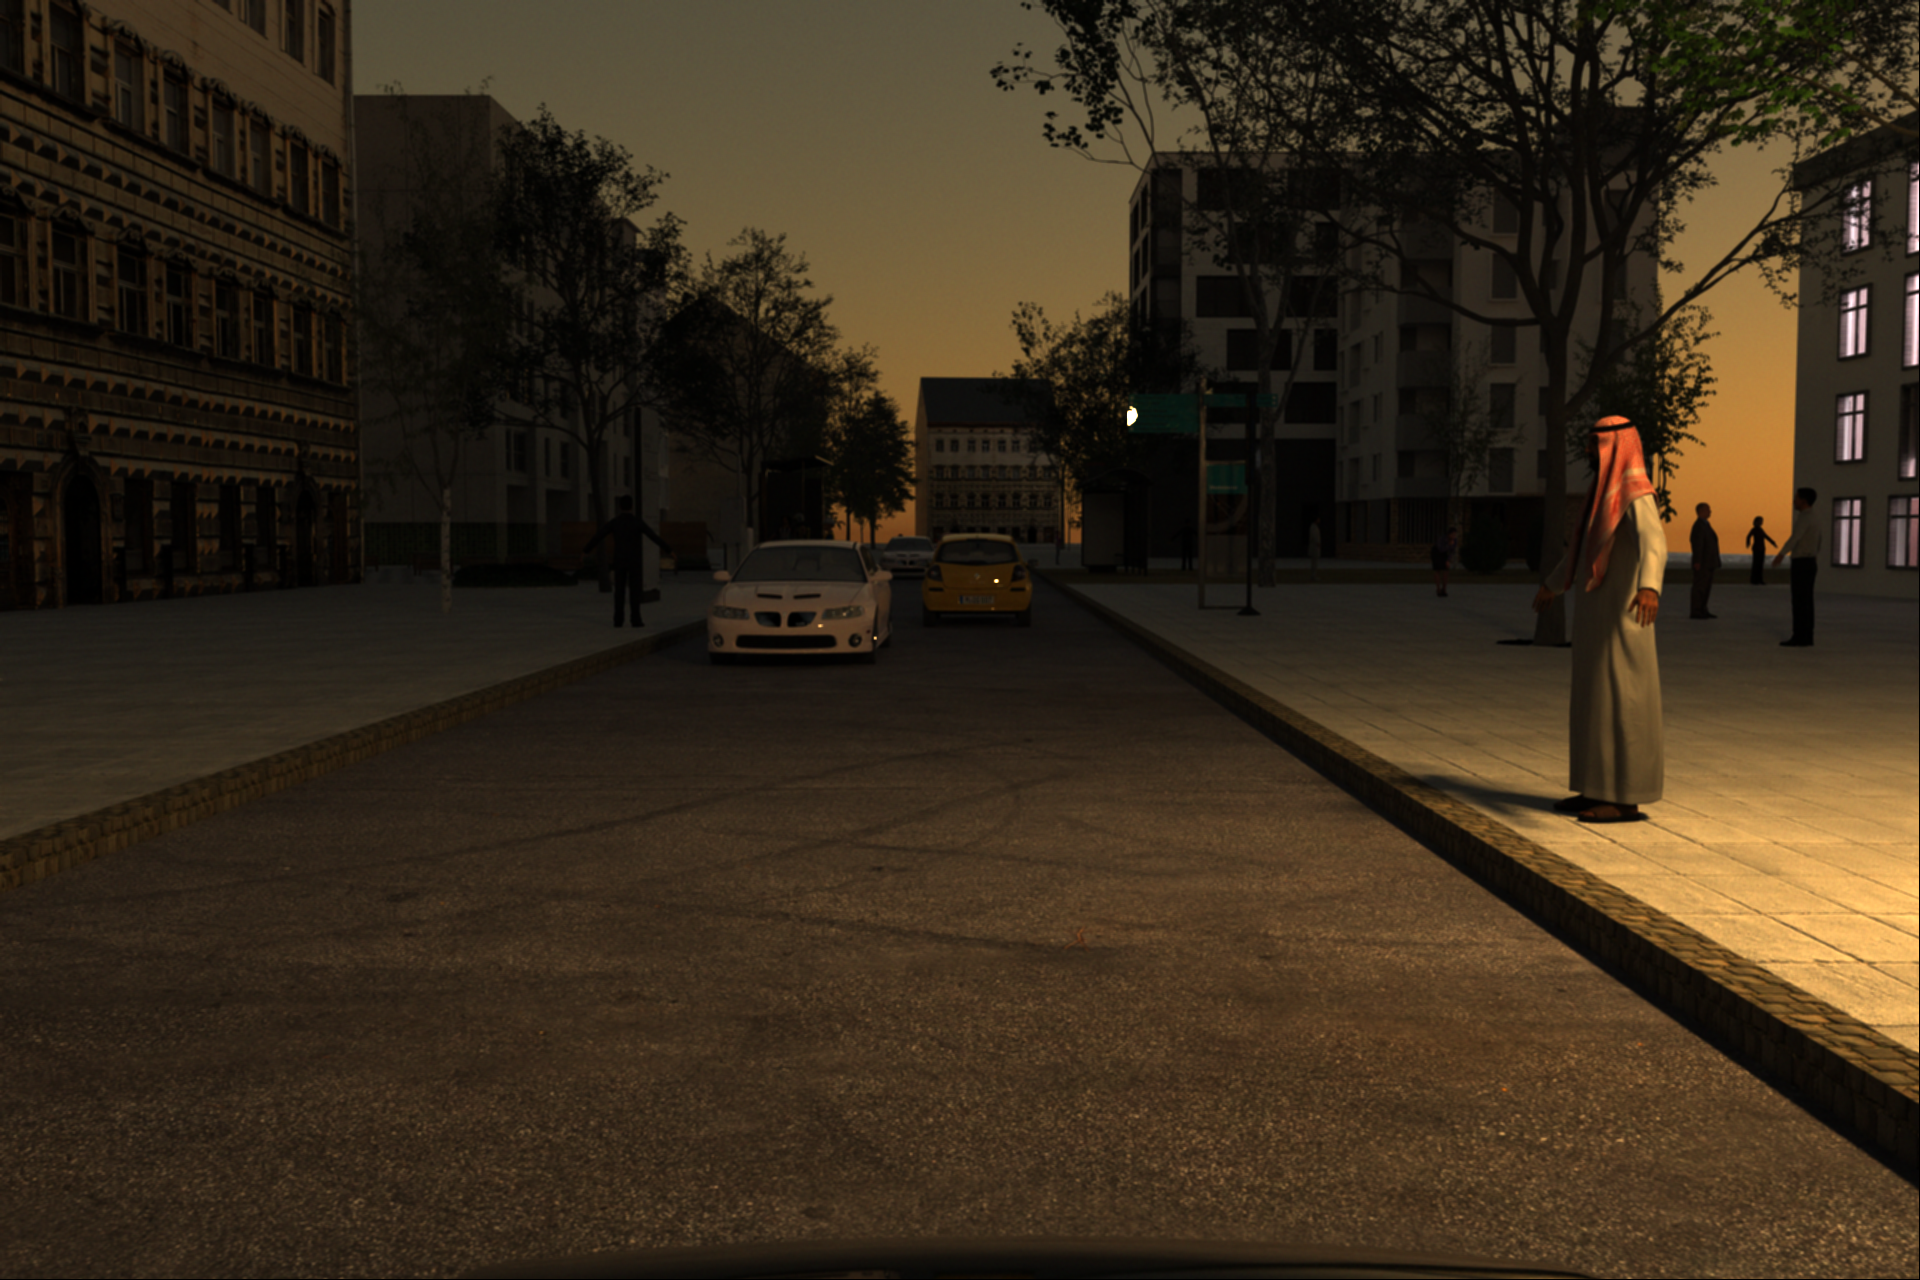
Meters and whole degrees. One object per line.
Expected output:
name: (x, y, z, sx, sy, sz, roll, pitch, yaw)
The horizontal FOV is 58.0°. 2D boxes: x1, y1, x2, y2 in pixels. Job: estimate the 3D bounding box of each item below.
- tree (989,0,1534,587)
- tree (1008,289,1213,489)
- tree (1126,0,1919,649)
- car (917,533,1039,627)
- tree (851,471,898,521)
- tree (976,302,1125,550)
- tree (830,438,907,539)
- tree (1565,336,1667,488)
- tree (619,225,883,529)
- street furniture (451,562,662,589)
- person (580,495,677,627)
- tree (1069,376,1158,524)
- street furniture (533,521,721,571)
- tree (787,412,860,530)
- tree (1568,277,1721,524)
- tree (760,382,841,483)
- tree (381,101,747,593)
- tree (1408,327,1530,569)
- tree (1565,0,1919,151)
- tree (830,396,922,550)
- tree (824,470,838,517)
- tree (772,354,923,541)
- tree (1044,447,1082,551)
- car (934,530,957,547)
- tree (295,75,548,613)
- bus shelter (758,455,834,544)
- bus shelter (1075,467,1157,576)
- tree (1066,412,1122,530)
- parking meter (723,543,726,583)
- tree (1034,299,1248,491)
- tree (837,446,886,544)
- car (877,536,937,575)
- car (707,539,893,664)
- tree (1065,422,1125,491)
tree: (7.030, -11.255, 39.911, 12.611, 20.169, 13.585, 0, 3, 0)
tree: (7.483, -10.748, 86.107, 12.009, 13.543, 11.850, 0, 3, 0)
tree: (6.930, -6.682, 19.619, 12.009, 13.543, 11.850, 0, 3, 0)
car: (0.287, -1.097, 28.163, 2.015, 1.641, 3.980, 0, 4, 1)
tree: (-11.683, -18.723, 240.528, 7.601, 10.594, 8.767, 0, 4, -1)
tree: (7.017, -17.571, 143.173, 12.611, 20.169, 13.585, 0, 3, 0)
tree: (-7.987, -13.263, 151.255, 7.601, 10.594, 8.767, 0, 4, 8)
tree: (23.975, -6.917, 63.453, 4.737, 8.622, 4.395, 0, 3, 0)
tree: (-8.222, -9.657, 68.262, 12.009, 13.543, 11.850, 0, 3, 0)
street furniture: (-10.649, -1.825, 45.466, 5.734, 0.657, 10.072, -1, 4, -12)
person: (-4.585, -1.091, 23.887, 1.345, 1.823, 0.704, 0, 4, 0)
tree: (7.022, -7.790, 77.723, 4.737, 8.622, 4.395, 0, 3, 0)
street furniture: (-13.254, -3.389, 62.267, 9.812, 1.723, 11.010, -1, 4, -13)
tree: (-7.867, -8.911, 96.062, 4.737, 8.622, 4.395, 0, 3, 0)
tree: (19.478, -6.030, 48.960, 4.737, 8.622, 4.395, 0, 3, 0)
tree: (-7.655, -8.079, 82.450, 4.737, 8.622, 4.395, 0, 3, 0)
tree: (-8.122, -6.329, 37.897, 7.601, 10.594, 8.767, 1, 4, 14)
tree: (17.742, -6.866, 62.630, 4.360, 8.622, 3.978, 0, 3, 0)
tree: (7.003, -5.148, 9.934, 9.928, 11.665, 9.643, 0, 3, 0)
tree: (-7.043, -13.720, 142.452, 7.486, 12.596, 7.792, 0, 3, 0)
tree: (-21.053, -20.259, 237.896, 9.857, 13.997, 8.962, 0, 3, 0)
tree: (-7.491, -12.627, 116.826, 12.009, 13.543, 11.850, 0, 3, 0)
tree: (8.100, -11.114, 132.069, 4.360, 8.622, 3.978, 0, 3, 0)
car: (-0.581, -6.352, 112.903, 2.155, 1.783, 4.494, 0, 4, 1)
tree: (-8.223, -4.727, 27.648, 4.360, 8.622, 3.978, 0, 3, 0)
bus shelter: (-5.128, -3.888, 54.851, 1.731, 3.624, 6.357, 0, 4, 1)
bus shelter: (4.880, -3.738, 55.043, 2.014, 3.302, 5.546, 0, 4, -1)
tree: (7.501, -8.800, 94.244, 4.737, 8.622, 4.395, 0, 3, 0)
parking meter: (-6.029, -2.437, 45.554, 0.399, 1.863, 0.255, 0, 4, 2)
tree: (7.161, -8.262, 69.504, 8.767, 10.594, 7.601, -1, 4, -14)
tree: (-7.656, -11.310, 135.280, 4.737, 8.622, 4.395, 0, 3, 0)
car: (-1.622, -2.692, 56.379, 2.083, 1.381, 4.827, 0, 4, 0)
car: (-1.814, -0.504, 20.603, 2.083, 1.381, 4.827, 0, 4, 1)
tree: (8.103, -9.310, 102.580, 4.737, 8.622, 4.395, 0, 3, 0)
